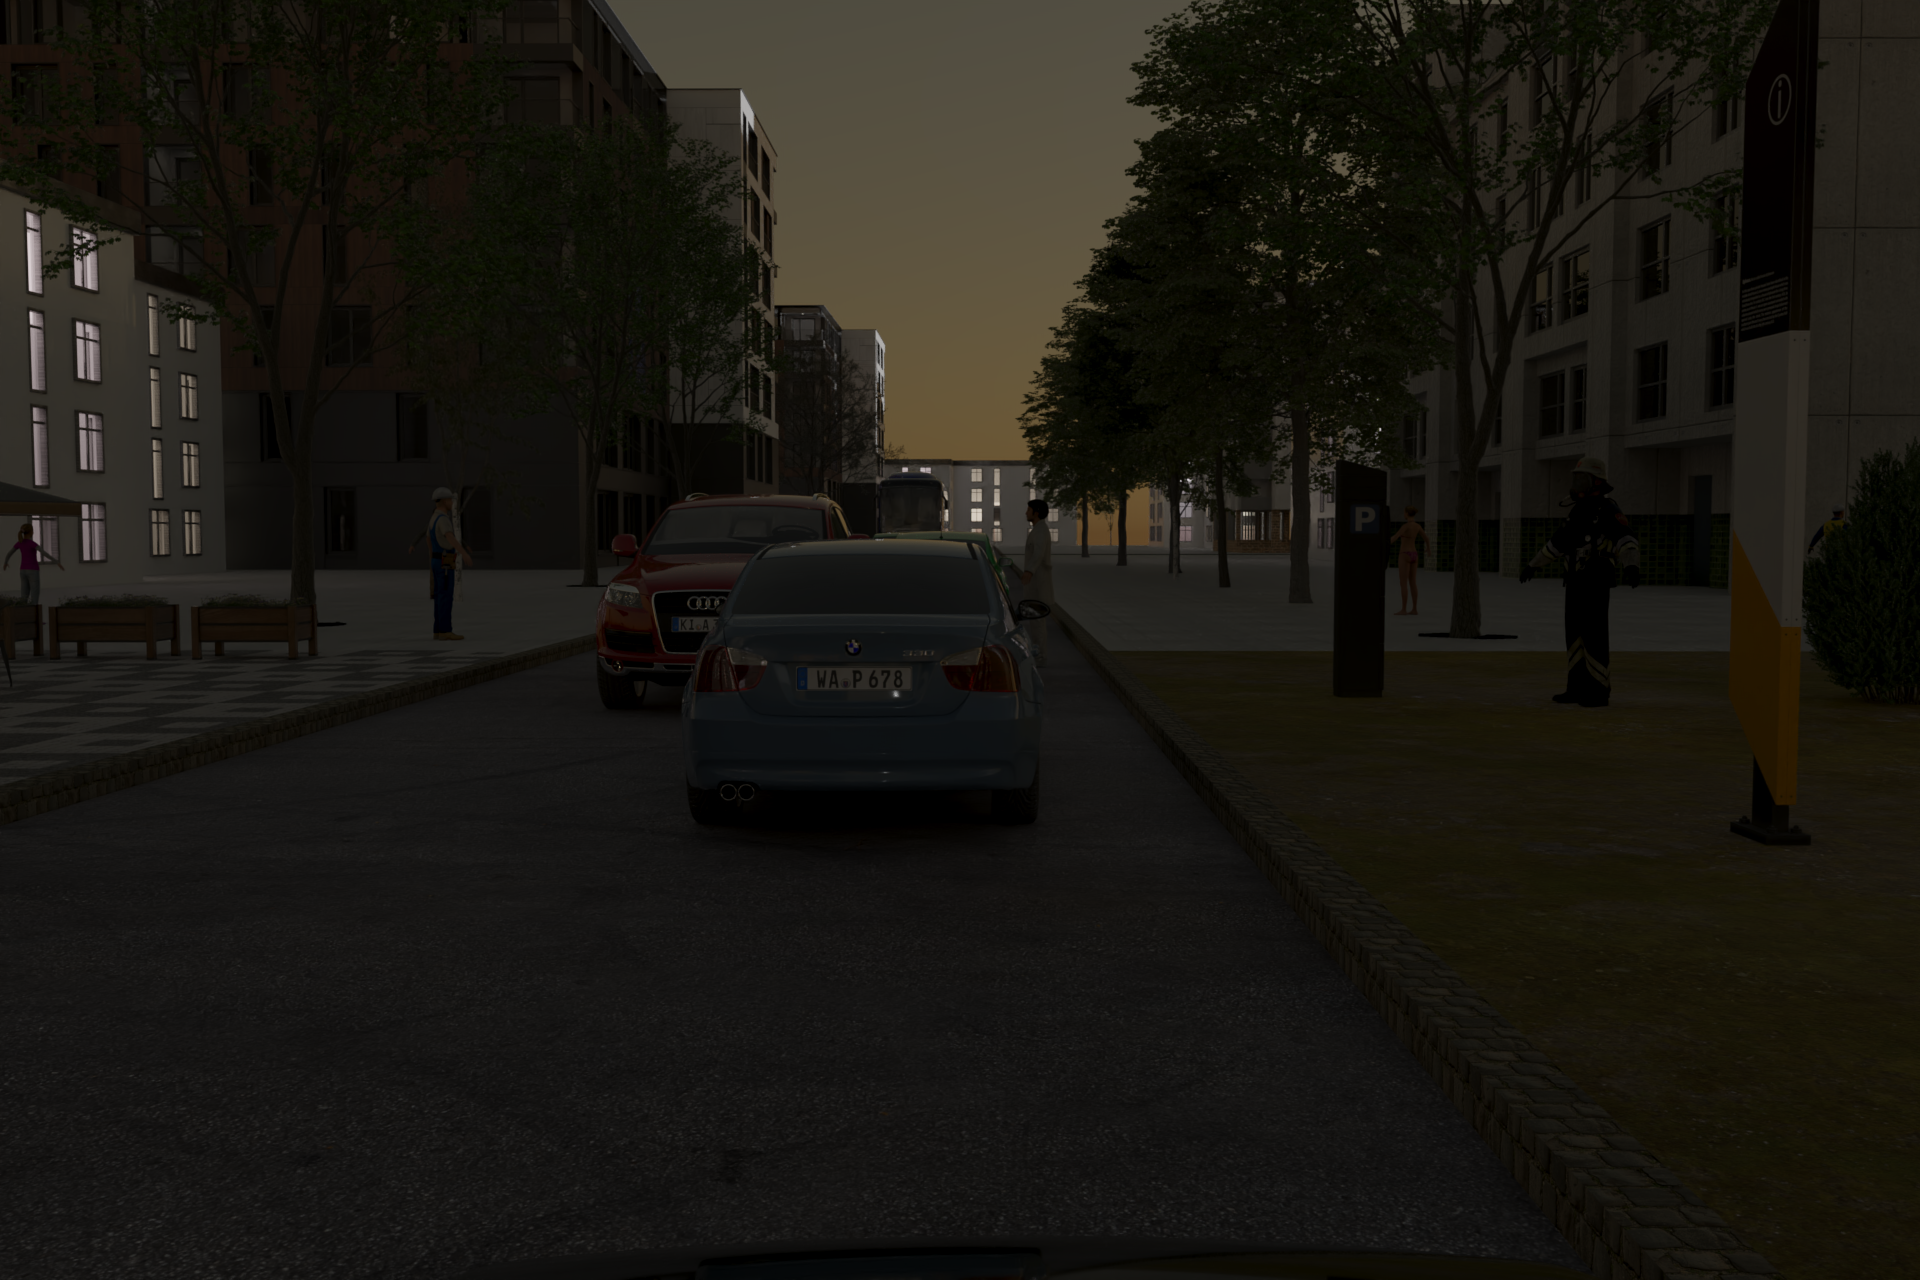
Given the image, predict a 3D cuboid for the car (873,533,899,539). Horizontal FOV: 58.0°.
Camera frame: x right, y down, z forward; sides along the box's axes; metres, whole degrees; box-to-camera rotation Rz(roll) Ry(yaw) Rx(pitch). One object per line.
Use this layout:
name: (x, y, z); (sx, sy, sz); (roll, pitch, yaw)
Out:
car: (-1.540, -2.128, 43.589); (1.959, 1.807, 4.718); (0, 4, 1)

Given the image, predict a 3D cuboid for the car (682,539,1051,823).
car: (-0.465, 0.131, 9.868); (2.014, 1.417, 4.499); (0, 4, 0)

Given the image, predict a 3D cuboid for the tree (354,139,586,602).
tree: (-9.630, -5.043, 32.819); (4.360, 8.622, 3.978); (0, 3, 0)

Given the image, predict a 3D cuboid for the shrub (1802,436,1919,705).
shrub: (7.192, -0.535, 13.173); (1.690, 2.028, 1.600); (0, 3, 0)

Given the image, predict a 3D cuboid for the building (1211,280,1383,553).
building: (24.140, -16.720, 129.792); (16.016, 20.090, 11.380); (0, 4, 1)

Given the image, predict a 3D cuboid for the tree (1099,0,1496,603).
tree: (6.009, -6.942, 31.625); (7.486, 12.596, 7.792); (0, 3, 0)

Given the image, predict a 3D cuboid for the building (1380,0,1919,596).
building: (24.487, -11.276, 50.826); (16.747, 18.905, 31.486); (0, 4, 0)

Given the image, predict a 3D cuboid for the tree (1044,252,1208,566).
tree: (6.939, -9.277, 69.813); (7.486, 12.596, 7.792); (0, 3, 0)

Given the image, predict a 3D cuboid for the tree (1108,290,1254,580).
tree: (6.031, -5.967, 47.923); (4.737, 8.622, 4.395); (0, 3, 0)

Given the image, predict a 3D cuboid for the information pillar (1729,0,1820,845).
information pillar: (3.412, -0.974, 7.272); (0.183, 3.616, 0.504); (0, 3, 0)

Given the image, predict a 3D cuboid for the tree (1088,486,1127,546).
tree: (16.940, -14.757, 191.646); (4.360, 8.622, 3.978); (0, 3, 0)

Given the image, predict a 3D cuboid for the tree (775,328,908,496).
tree: (-8.719, -11.831, 103.812); (12.009, 13.543, 11.850); (0, 3, 0)

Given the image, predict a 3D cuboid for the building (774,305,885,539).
building: (-22.326, -20.007, 171.087); (27.936, 21.610, 32.646); (0, 4, 1)

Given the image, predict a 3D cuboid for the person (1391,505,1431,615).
person: (7.057, -1.264, 27.468); (1.217, 1.733, 0.721); (-2, 4, -34)

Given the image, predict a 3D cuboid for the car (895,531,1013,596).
car: (-0.230, -0.933, 24.054); (1.959, 1.807, 4.718); (0, 4, 1)

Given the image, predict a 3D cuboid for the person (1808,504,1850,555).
person: (15.998, -1.565, 31.549); (0.705, 1.833, 1.349); (-2, 4, -27)

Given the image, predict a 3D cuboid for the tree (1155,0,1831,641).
tree: (6.427, -5.832, 21.112); (9.928, 11.665, 9.643); (0, 3, 0)

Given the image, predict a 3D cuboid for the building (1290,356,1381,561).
building: (22.364, -8.500, 81.118); (9.099, 9.664, 28.070); (0, 4, 1)

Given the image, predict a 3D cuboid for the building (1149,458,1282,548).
building: (23.581, -13.490, 162.712); (9.099, 9.664, 28.070); (0, 4, 0)

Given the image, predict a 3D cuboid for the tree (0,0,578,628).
tree: (-9.153, -5.984, 23.602); (9.928, 11.665, 9.643); (0, 3, 0)

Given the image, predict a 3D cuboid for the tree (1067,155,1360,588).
tree: (6.027, -6.541, 41.365); (7.601, 10.594, 8.767); (0, 4, 5)

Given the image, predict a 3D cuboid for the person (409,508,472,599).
person: (-10.270, -1.704, 34.139); (0.705, 1.796, 1.348); (3, 5, 44)

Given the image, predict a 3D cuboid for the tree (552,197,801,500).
tree: (-8.500, -7.782, 52.986); (9.928, 11.665, 9.643); (0, 3, 0)

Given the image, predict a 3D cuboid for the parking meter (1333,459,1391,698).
parking meter: (3.168, -0.486, 13.654); (0.399, 1.863, 0.255); (0, 3, 0)

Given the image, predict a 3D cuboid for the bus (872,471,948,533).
bus: (-1.851, -4.900, 71.663); (2.896, 3.916, 12.251); (0, 4, 0)

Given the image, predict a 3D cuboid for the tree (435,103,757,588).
tree: (-8.801, -7.093, 41.731); (9.928, 11.665, 9.643); (0, 3, 0)

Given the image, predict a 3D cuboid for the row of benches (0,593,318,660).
row of benches: (-8.823, -0.150, 17.923); (4.104, 0.672, 1.422); (0, 4, 0)

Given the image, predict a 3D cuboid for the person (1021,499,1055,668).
person: (0.806, -0.614, 18.679); (0.705, 1.806, 1.347); (0, 4, 4)

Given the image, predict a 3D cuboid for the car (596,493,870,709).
car: (-1.899, -0.439, 15.858); (2.281, 1.827, 5.304); (0, 4, 1)

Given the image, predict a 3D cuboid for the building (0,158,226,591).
building: (-25.897, -6.311, 45.339); (9.099, 9.664, 28.070); (0, 3, 0)

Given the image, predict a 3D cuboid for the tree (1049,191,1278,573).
tree: (6.622, -8.456, 56.375); (7.486, 12.596, 7.792); (0, 3, 0)

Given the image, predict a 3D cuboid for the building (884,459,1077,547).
building: (-0.784, -15.279, 194.423); (28.070, 9.664, 9.099); (0, 4, 4)

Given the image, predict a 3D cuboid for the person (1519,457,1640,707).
person: (4.685, -0.441, 12.982); (0.705, 1.856, 1.354); (-1, 4, -16)

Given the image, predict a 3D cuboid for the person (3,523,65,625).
person: (-13.084, -0.928, 24.435); (0.991, 1.433, 0.599); (1, 4, 13)

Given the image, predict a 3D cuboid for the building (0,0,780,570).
building: (-23.953, -14.300, 77.781); (27.936, 21.610, 32.646); (0, 4, 1)

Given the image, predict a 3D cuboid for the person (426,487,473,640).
person: (-6.235, -0.926, 21.004); (0.705, 1.847, 1.347); (-2, 4, -34)

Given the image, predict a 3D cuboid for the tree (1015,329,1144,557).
tree: (6.754, -10.774, 94.280); (7.486, 12.596, 7.792); (0, 3, 0)
